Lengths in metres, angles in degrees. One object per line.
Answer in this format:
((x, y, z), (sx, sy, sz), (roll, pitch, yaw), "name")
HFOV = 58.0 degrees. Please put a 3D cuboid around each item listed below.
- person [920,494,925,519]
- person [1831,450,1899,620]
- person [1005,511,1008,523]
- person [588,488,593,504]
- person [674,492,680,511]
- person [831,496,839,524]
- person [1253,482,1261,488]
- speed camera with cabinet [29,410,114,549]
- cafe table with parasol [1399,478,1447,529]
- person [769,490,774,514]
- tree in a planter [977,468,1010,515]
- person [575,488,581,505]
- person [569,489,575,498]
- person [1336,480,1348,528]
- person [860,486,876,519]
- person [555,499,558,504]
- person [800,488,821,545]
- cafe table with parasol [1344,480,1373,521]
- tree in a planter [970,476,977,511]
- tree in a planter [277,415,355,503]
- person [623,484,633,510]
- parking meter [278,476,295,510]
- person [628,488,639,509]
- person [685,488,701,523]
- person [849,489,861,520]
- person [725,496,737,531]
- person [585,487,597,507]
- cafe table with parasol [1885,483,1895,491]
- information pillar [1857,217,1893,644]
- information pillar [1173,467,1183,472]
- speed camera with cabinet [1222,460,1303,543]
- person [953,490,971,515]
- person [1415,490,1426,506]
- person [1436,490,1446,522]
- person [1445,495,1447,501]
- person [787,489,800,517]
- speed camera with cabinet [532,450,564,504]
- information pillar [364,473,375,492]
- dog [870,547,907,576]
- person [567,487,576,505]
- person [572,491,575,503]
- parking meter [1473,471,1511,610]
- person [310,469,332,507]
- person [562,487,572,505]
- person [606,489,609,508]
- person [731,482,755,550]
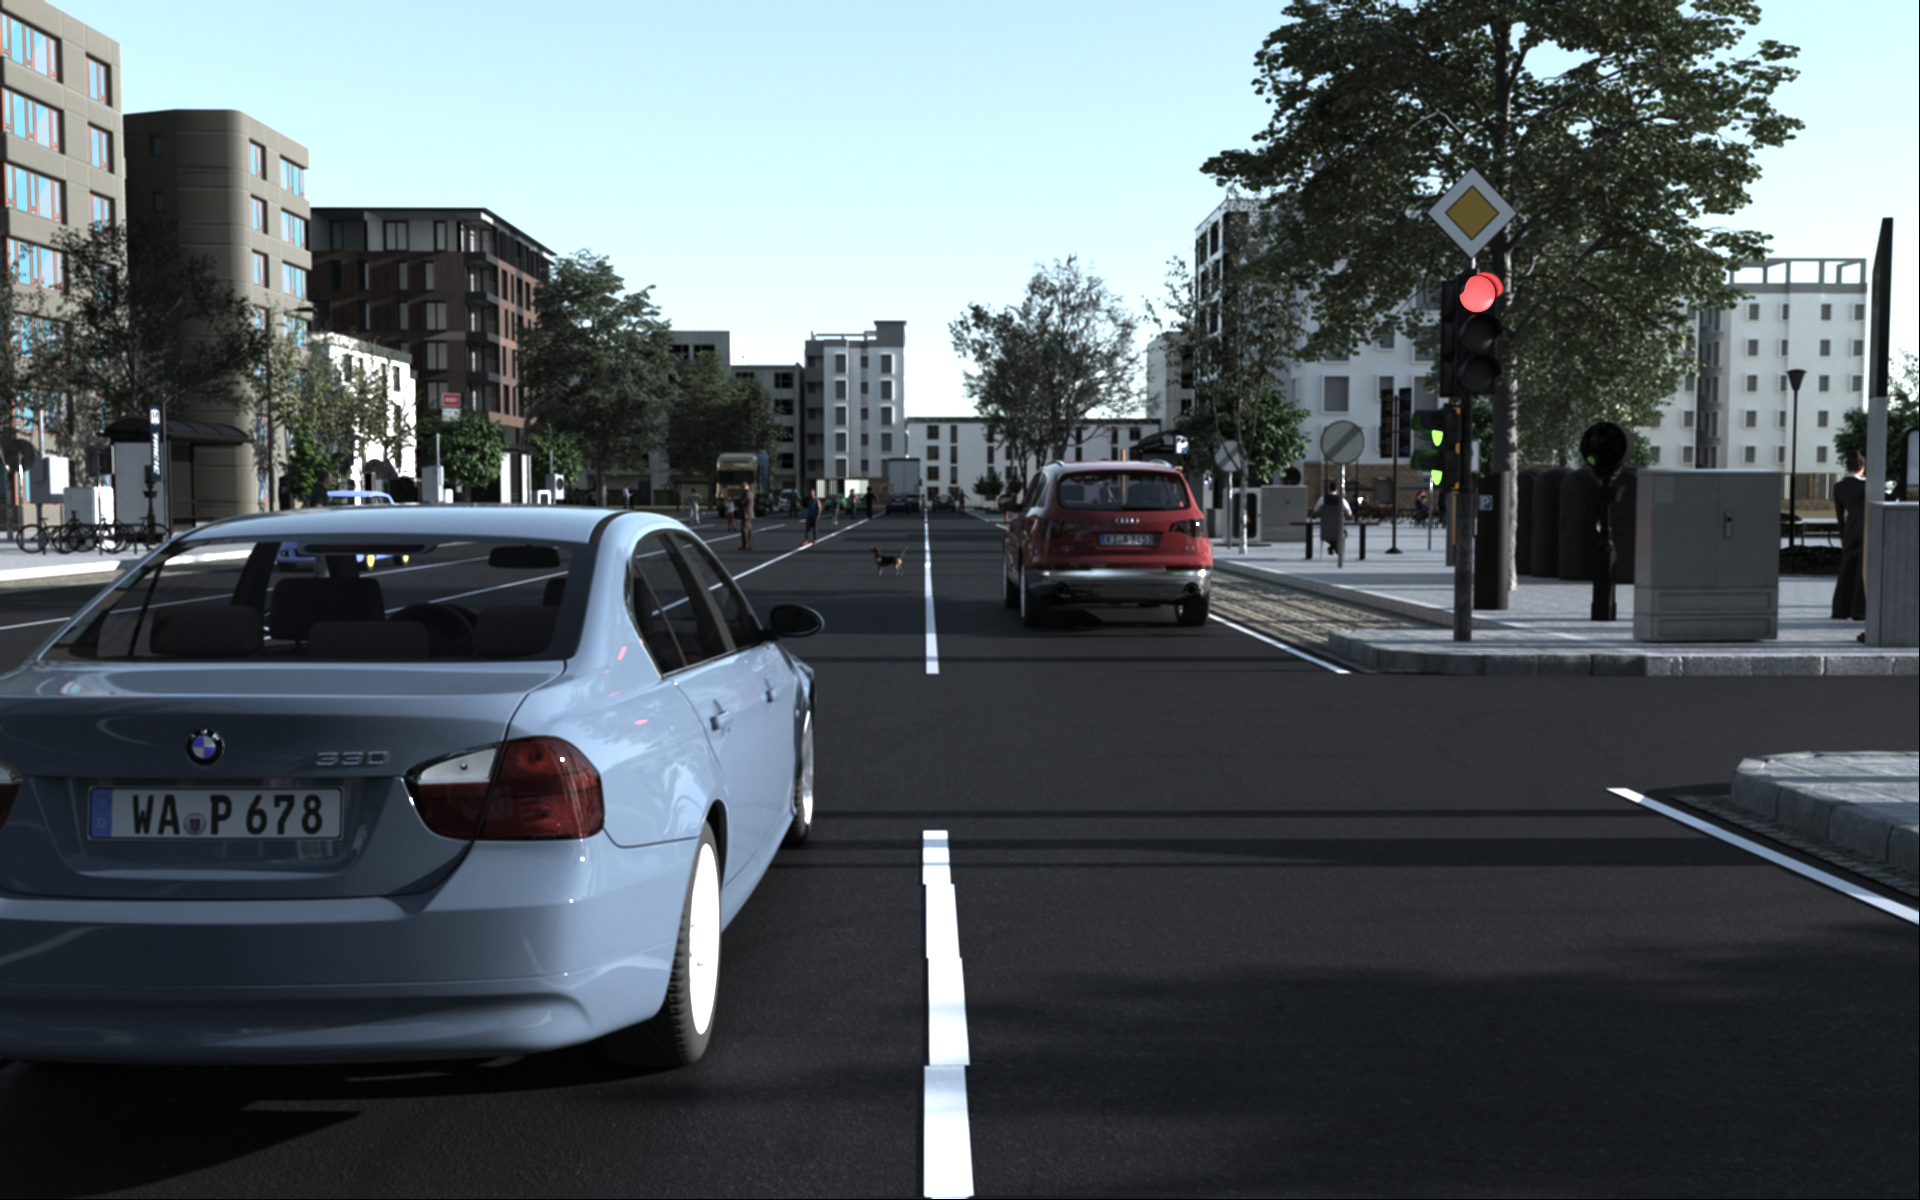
((-2.029, -5.310, 98.543), (0.599, 1.433, 0.991), (0, 4, 1), "person")
((9.252, -0.656, 17.579), (0.742, 1.727, 0.445), (2, 4, 34), "person")
((2.301, -4.404, 84.423), (0.340, 1.345, 0.435), (-2, 4, -25), "person")
((-29.798, -8.133, 139.700), (0.721, 1.739, 1.217), (-2, 4, -29), "person")
((-21.583, -7.519, 132.240), (0.557, 1.426, 1.065), (1, 4, 13), "person")
((-6.074, -4.375, 83.941), (0.435, 1.345, 0.340), (0, 4, 5), "person")
((9.034, -2.789, 53.109), (0.593, 1.643, 0.415), (2, 4, 27), "person")
((-20.907, -2.838, 40.736), (2.038, 3.252, 0.660), (1, 4, 21), "speed camera with cabinet")
((17.720, -3.657, 64.658), (2.610, 1.966, 2.610), (3, 5, 40), "cafe table with parasol")
((-13.483, -7.024, 124.279), (0.436, 1.711, 0.756), (0, 4, 5), "person")
((2.359, -7.316, 116.839), (1.991, 3.239, 1.994), (0, 4, -1), "tree in a planter")
((-27.782, -7.301, 126.099), (0.721, 1.739, 1.217), (-2, 4, -25), "person")
((-30.367, -7.893, 135.818), (0.721, 1.743, 1.217), (-1, 4, -23), "person")
((12.572, -3.138, 57.903), (0.990, 1.755, 0.434), (-1, 4, -21), "person")
((-5.228, -5.574, 99.268), (0.705, 1.869, 1.348), (3, 5, 42), "person")
((-26.734, -6.594, 114.650), (0.445, 1.727, 0.742), (3, 4, 37), "person")
((-4.206, -2.327, 48.424), (0.647, 1.594, 0.662), (1, 4, 16), "person")
((18.784, -4.778, 82.993), (2.610, 1.966, 2.610), (-2, 4, -24), "cafe table with parasol")
((1.824, -8.964, 143.778), (1.991, 3.239, 1.994), (0, 4, -1), "tree in a planter")
((-14.862, -2.581, 39.427), (1.991, 3.239, 1.994), (0, 4, -1), "tree in a planter")
((-18.562, -5.571, 97.004), (0.599, 1.838, 0.709), (-2, 4, -26), "person")
((-19.727, -2.755, 50.755), (0.399, 1.863, 0.255), (1, 4, 12), "parking meter")
((-28.752, -8.905, 151.606), (1.348, 1.831, 0.705), (-2, 4, -29), "person")
((-13.115, -4.652, 85.276), (0.841, 1.734, 0.376), (0, 4, 7), "person")
((-5.888, -5.348, 96.660), (0.721, 1.743, 1.217), (-2, 4, -33), "person")
((-8.953, -3.382, 67.702), (0.435, 1.345, 0.340), (0, 4, -7), "person")
((-22.489, -6.104, 106.625), (1.217, 1.735, 0.721), (0, 4, 2), "person")
((38.284, -4.154, 72.786), (2.610, 1.966, 2.610), (1, 4, 13), "cafe table with parasol")
((7.919, -1.444, 14.957), (0.183, 3.616, 0.504), (1, 4, 20), "information pillar")
((5.776, -2.580, 46.678), (0.304, 2.012, 0.304), (-3, 5, -40), "information pillar")
((8.036, -3.156, 45.935), (2.038, 3.252, 0.660), (0, 4, -6), "speed camera with cabinet")
((0.120, -6.605, 117.209), (1.217, 1.743, 0.721), (0, 4, -4), "person")
((21.492, -4.466, 80.766), (0.593, 1.614, 0.444), (-1, 4, -10), "person")
((21.687, -4.367, 78.149), (0.504, 1.737, 0.576), (-2, 4, -25), "person")
((13.422, -2.372, 46.699), (0.647, 1.594, 0.662), (1, 4, 10), "person")
((-10.242, -5.978, 106.800), (0.990, 1.755, 0.434), (-3, 4, -36), "person")
((-18.504, -5.081, 77.409), (0.660, 3.252, 2.038), (1, 4, 20), "speed camera with cabinet")
((-20.135, -3.340, 59.103), (0.304, 2.012, 0.304), (0, 4, -2), "information pillar")
((-1.262, -0.682, 30.441), (0.540, 0.507, 0.406), (-2, 4, -31), "dog")
((-29.612, -7.696, 131.960), (0.705, 1.812, 1.348), (1, 4, 18), "person")
((-36.214, -9.503, 161.966), (0.434, 1.755, 0.990), (-1, 4, -20), "person")
((5.916, -0.664, 19.265), (0.372, 1.533, 0.369), (0, 3, 0), "parking meter")
((-9.590, -1.072, 26.157), (0.434, 1.807, 0.598), (-1, 4, -11), "person")
((-29.272, -7.473, 128.210), (1.348, 1.826, 0.705), (-3, 5, -41), "person")
((-30.114, -8.660, 148.343), (0.721, 1.736, 1.217), (-1, 4, -11), "person")
((-5.593, -2.172, 44.698), (0.600, 1.739, 0.565), (-1, 4, -23), "person")
